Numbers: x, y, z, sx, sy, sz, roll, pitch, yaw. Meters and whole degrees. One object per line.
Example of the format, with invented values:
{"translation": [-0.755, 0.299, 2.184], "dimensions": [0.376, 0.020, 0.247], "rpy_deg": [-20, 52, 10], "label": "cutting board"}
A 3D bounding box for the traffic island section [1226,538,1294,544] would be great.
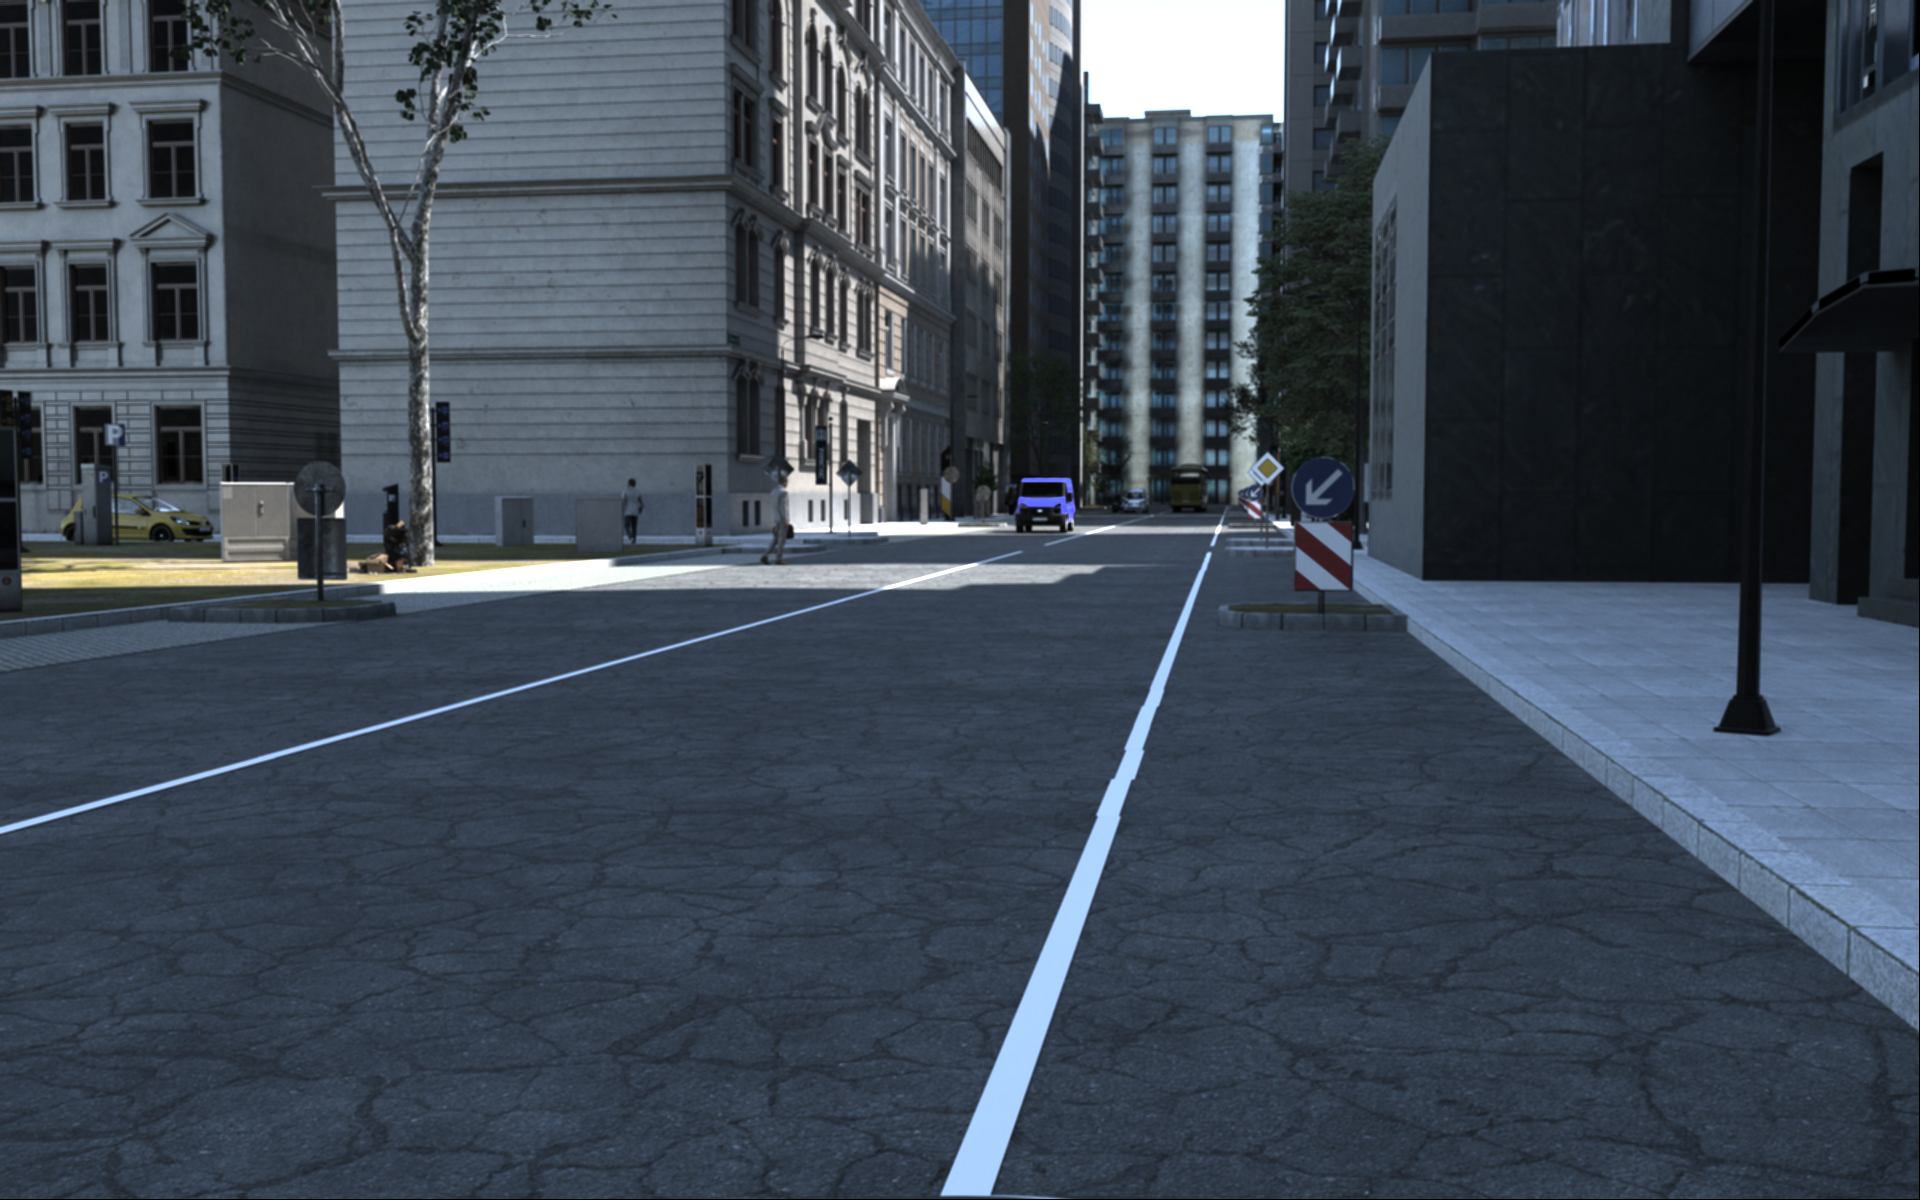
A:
{"translation": [8.496, -1.618, 48.741], "dimensions": [2.009, 0.180, 2.903], "rpy_deg": [1, 4, 9], "label": "traffic island section"}

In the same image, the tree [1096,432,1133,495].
{"translation": [18.194, -15.388, 201.948], "dimensions": [4.360, 8.622, 3.978], "rpy_deg": [0, 3, 0], "label": "tree"}

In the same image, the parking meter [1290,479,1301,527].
{"translation": [13.306, -3.842, 68.526], "dimensions": [0.399, 1.863, 0.255], "rpy_deg": [-1, 4, -11], "label": "parking meter"}

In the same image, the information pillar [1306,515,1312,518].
{"translation": [18.517, -5.335, 91.714], "dimensions": [0.304, 2.012, 0.304], "rpy_deg": [1, 4, 15], "label": "information pillar"}

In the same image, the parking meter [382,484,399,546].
{"translation": [-13.982, -2.088, 42.550], "dimensions": [0.372, 1.533, 0.369], "rpy_deg": [0, 3, 0], "label": "parking meter"}

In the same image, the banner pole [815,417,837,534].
{"translation": [-4.362, -4.041, 56.092], "dimensions": [0.863, 3.779, 0.401], "rpy_deg": [-3, 5, -43], "label": "banner pole"}

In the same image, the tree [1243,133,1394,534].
{"translation": [12.693, -8.367, 54.925], "dimensions": [7.486, 12.596, 7.792], "rpy_deg": [0, 3, 0], "label": "tree"}

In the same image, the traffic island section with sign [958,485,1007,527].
{"translation": [1.022, -4.098, 75.636], "dimensions": [1.989, 1.847, 2.006], "rpy_deg": [1, 4, 9], "label": "traffic island section with sign"}

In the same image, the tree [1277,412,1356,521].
{"translation": [13.561, -4.972, 65.005], "dimensions": [4.285, 4.588, 4.351], "rpy_deg": [0, 3, 0], "label": "tree"}

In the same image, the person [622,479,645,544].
{"translation": [-8.640, -2.287, 45.745], "dimensions": [0.661, 1.843, 0.795], "rpy_deg": [-2, 4, -27], "label": "person"}

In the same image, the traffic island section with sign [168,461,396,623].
{"translation": [-7.701, -0.700, 20.072], "dimensions": [1.989, 1.847, 2.006], "rpy_deg": [1, 4, 9], "label": "traffic island section with sign"}

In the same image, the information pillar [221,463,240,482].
{"translation": [-17.399, -2.254, 41.339], "dimensions": [0.304, 2.012, 0.304], "rpy_deg": [1, 4, 10], "label": "information pillar"}

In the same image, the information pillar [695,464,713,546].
{"translation": [-6.286, -2.325, 42.501], "dimensions": [0.304, 2.012, 0.304], "rpy_deg": [2, 4, 27], "label": "information pillar"}

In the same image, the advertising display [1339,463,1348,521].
{"translation": [8.067, -1.911, 36.466], "dimensions": [0.123, 1.923, 0.974], "rpy_deg": [1, 4, 15], "label": "advertising display"}

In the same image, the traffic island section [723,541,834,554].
{"translation": [-4.490, -1.249, 42.695], "dimensions": [2.009, 0.180, 2.903], "rpy_deg": [1, 4, 9], "label": "traffic island section"}

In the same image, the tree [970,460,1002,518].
{"translation": [1.261, -6.055, 93.608], "dimensions": [1.663, 3.219, 1.824], "rpy_deg": [0, 3, 0], "label": "tree"}

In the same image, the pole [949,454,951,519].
{"translation": [-0.536, -5.793, 88.558], "dimensions": [0.158, 3.312, 0.155], "rpy_deg": [0, 3, 0], "label": "pole"}

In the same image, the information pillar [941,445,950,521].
{"translation": [-0.679, -5.625, 83.317], "dimensions": [0.504, 3.616, 0.183], "rpy_deg": [-2, 4, -29], "label": "information pillar"}

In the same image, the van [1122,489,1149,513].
{"translation": [13.161, -7.491, 129.481], "dimensions": [2.013, 2.044, 4.112], "rpy_deg": [1, 4, 10], "label": "van"}

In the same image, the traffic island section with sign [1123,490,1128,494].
{"translation": [17.243, -10.417, 178.948], "dimensions": [1.989, 1.847, 2.006], "rpy_deg": [1, 4, 9], "label": "traffic island section with sign"}

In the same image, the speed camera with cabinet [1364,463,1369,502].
{"translation": [12.491, -3.337, 48.889], "dimensions": [2.038, 3.252, 0.660], "rpy_deg": [2, 4, 24], "label": "speed camera with cabinet"}

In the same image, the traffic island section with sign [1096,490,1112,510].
{"translation": [12.943, -8.740, 151.529], "dimensions": [1.989, 1.847, 2.006], "rpy_deg": [1, 4, 9], "label": "traffic island section with sign"}

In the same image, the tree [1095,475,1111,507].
{"translation": [14.672, -11.173, 177.282], "dimensions": [1.663, 3.219, 1.824], "rpy_deg": [0, 3, 0], "label": "tree"}

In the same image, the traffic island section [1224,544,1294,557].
{"translation": [7.257, -1.136, 40.852], "dimensions": [2.009, 0.180, 2.903], "rpy_deg": [1, 4, 9], "label": "traffic island section"}

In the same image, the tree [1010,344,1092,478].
{"translation": [5.591, -11.918, 120.615], "dimensions": [9.928, 11.665, 9.643], "rpy_deg": [0, 3, 0], "label": "tree"}

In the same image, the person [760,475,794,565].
{"translation": [-3.615, -1.614, 35.005], "dimensions": [0.853, 1.813, 0.709], "rpy_deg": [-3, 4, -39], "label": "person"}

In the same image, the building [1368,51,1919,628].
{"translation": [17.104, -43.040, 16.372], "dimensions": [22.319, 86.520, 31.000], "rpy_deg": [1, 4, 9], "label": "building"}

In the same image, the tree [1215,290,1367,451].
{"translation": [15.269, -8.893, 79.819], "dimensions": [7.601, 10.594, 8.767], "rpy_deg": [-1, 4, -17], "label": "tree"}

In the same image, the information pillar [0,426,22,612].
{"translation": [-10.467, -0.881, 18.897], "dimensions": [0.304, 2.012, 0.304], "rpy_deg": [-3, 5, -44], "label": "information pillar"}

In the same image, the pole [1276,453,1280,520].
{"translation": [15.759, -5.627, 85.838], "dimensions": [0.158, 3.312, 0.155], "rpy_deg": [0, 3, 0], "label": "pole"}

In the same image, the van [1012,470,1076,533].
{"translation": [3.236, -3.729, 65.353], "dimensions": [2.240, 2.365, 5.245], "rpy_deg": [0, 4, 8], "label": "van"}

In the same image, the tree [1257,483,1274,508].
{"translation": [29.852, -10.872, 172.364], "dimensions": [1.663, 3.219, 1.824], "rpy_deg": [0, 3, 0], "label": "tree"}

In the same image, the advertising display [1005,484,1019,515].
{"translation": [3.158, -6.167, 106.050], "dimensions": [0.974, 1.923, 0.123], "rpy_deg": [3, 4, 38], "label": "advertising display"}

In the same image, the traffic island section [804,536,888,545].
{"translation": [-3.252, -1.731, 50.584], "dimensions": [2.009, 0.180, 2.903], "rpy_deg": [1, 4, 9], "label": "traffic island section"}

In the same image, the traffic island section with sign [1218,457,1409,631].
{"translation": [3.875, -0.647, 19.211], "dimensions": [1.989, 1.847, 2.006], "rpy_deg": [1, 4, 9], "label": "traffic island section with sign"}

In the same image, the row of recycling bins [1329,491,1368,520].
{"translation": [18.945, -4.782, 85.301], "dimensions": [1.069, 1.692, 3.534], "rpy_deg": [-2, 4, -29], "label": "row of recycling bins"}

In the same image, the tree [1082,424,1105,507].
{"translation": [12.470, -13.514, 171.312], "dimensions": [4.737, 8.622, 4.395], "rpy_deg": [0, 3, 0], "label": "tree"}

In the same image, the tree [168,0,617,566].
{"translation": [-10.868, -10.709, 30.987], "dimensions": [12.611, 20.169, 13.585], "rpy_deg": [0, 3, 0], "label": "tree"}
